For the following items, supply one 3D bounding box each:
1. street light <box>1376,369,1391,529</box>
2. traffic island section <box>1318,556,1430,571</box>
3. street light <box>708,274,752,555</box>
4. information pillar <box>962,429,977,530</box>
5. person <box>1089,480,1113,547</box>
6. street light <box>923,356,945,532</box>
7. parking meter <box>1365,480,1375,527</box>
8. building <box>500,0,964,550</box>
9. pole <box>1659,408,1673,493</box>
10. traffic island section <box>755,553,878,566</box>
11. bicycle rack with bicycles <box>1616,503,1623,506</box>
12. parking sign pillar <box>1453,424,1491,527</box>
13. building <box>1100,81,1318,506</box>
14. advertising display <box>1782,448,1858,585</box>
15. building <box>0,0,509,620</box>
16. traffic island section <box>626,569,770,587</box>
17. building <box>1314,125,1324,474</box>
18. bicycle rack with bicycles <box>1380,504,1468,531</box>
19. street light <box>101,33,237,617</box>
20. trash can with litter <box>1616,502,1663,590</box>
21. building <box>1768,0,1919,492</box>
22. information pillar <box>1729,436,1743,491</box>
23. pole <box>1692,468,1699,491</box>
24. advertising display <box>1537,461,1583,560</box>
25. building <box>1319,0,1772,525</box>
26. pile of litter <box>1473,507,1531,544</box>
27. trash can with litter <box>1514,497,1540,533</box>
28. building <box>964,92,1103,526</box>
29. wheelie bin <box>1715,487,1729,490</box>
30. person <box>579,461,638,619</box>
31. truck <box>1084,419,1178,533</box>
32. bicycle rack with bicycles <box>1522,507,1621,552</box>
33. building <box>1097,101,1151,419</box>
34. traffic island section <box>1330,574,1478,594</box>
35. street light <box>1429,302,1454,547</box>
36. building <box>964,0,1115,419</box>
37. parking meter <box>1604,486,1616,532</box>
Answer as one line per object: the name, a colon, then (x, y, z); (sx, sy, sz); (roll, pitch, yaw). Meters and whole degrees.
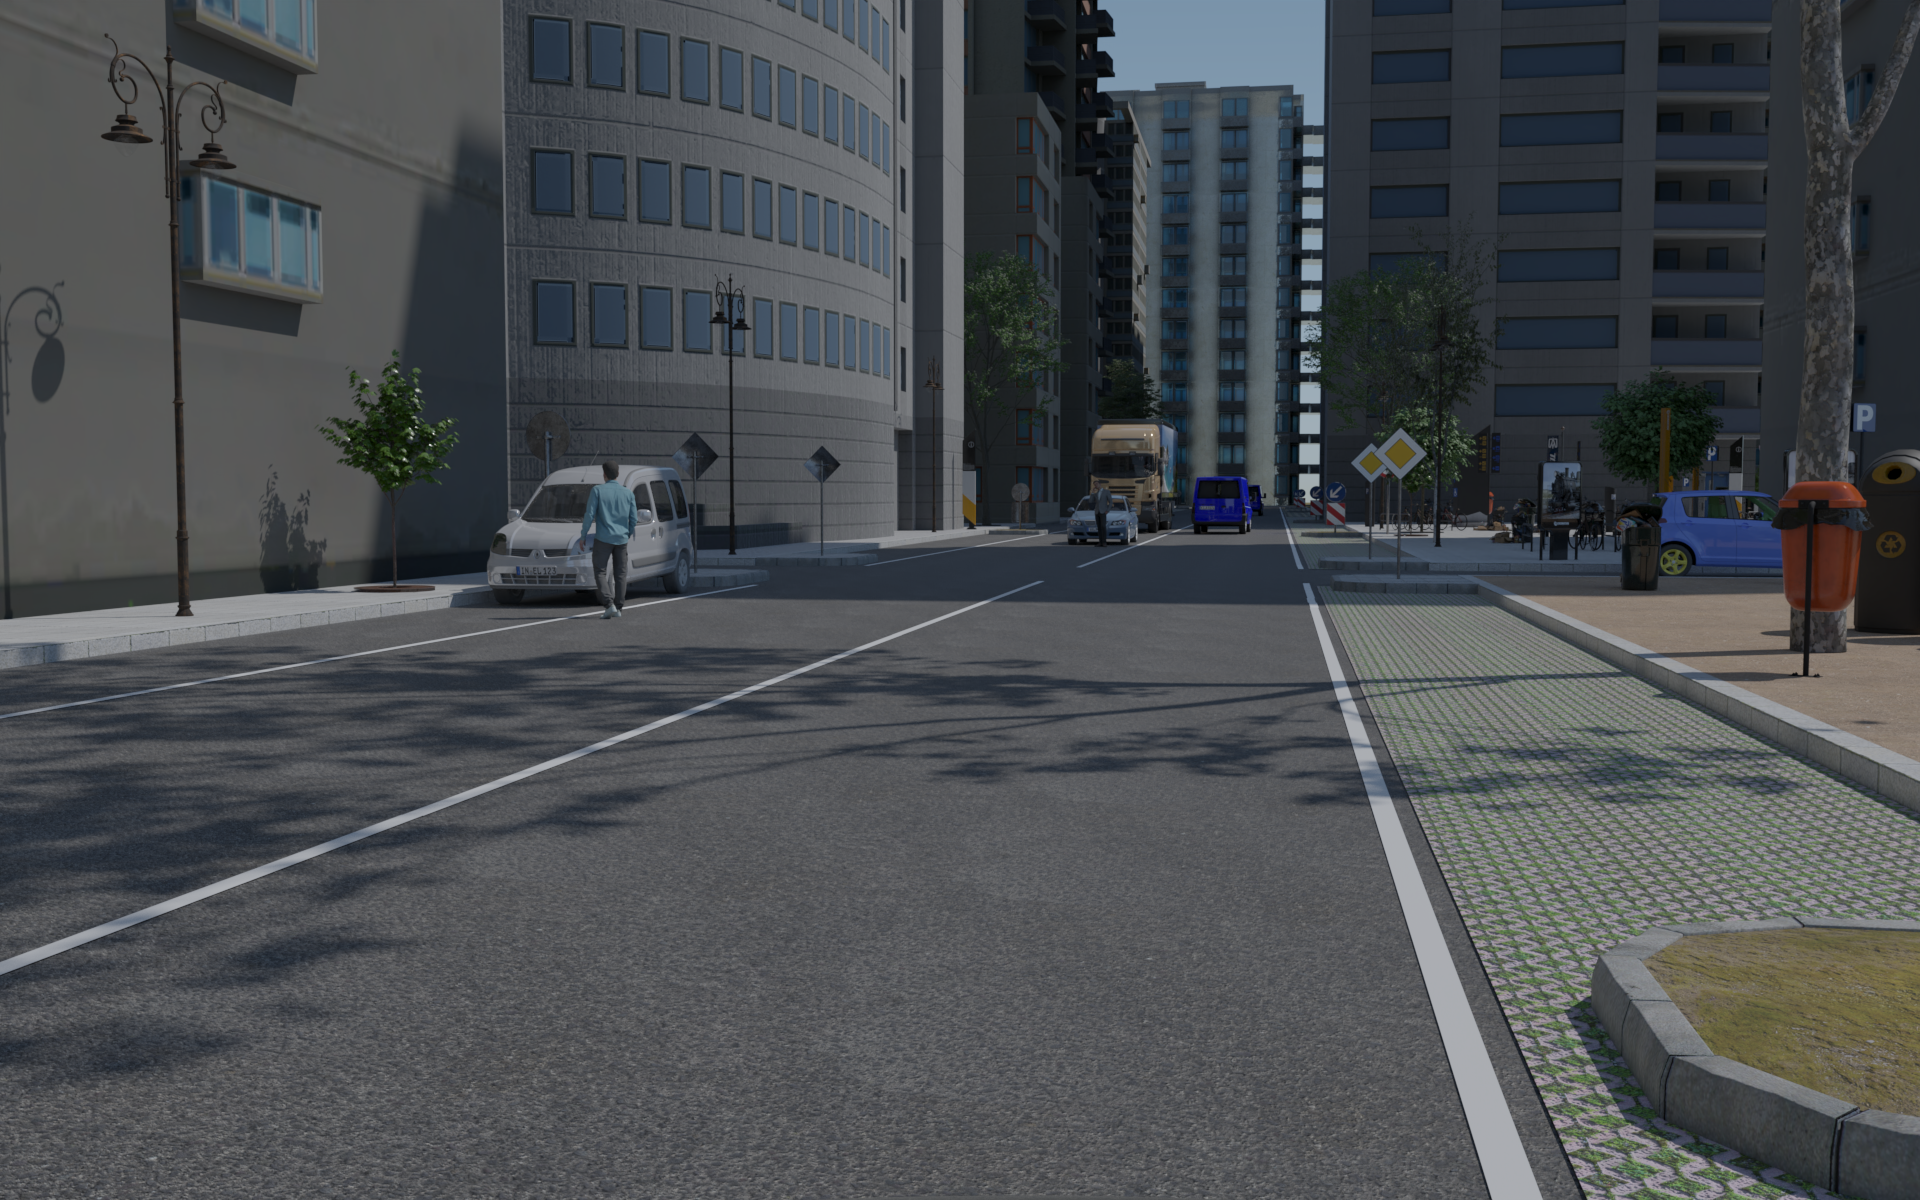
street light: (15.642, -5.581, 64.040); (0.468, 5.910, 1.993); (1, 4, 10)
traffic island section: (8.073, -0.718, 34.016); (2.009, 0.180, 2.903); (1, 4, 10)
street light: (-4.818, -3.895, 36.474); (0.468, 5.910, 1.993); (1, 4, 10)
information pillar: (0.341, -4.358, 62.615); (0.504, 3.616, 0.183); (1, 4, 11)
person: (3.816, -2.339, 46.923); (0.473, 1.802, 0.592); (-3, 5, -40)
street light: (-0.869, -5.205, 57.893); (0.468, 5.910, 1.993); (1, 4, 10)
parking meter: (16.079, -3.806, 67.944); (0.255, 1.863, 0.399); (-1, 4, -14)
building: (-12.689, -31.133, 51.016); (21.231, 58.520, 28.212); (1, 4, 10)
pole: (16.726, -2.893, 41.136); (0.158, 3.312, 0.155); (0, 3, 0)
traffic island section: (-2.888, -0.840, 36.010); (2.009, 0.180, 2.903); (1, 4, 10)
bicycle rack with bicycles: (28.000, -3.552, 71.459); (2.852, 0.926, 2.925); (3, 4, 36)
parking sign pillar: (19.804, -4.806, 67.050); (1.447, 3.967, 1.447); (0, 4, -8)
building: (25.841, -35.756, 204.223); (30.456, 49.044, 23.786); (1, 4, 10)
advertising display: (12.084, -1.172, 24.370); (0.974, 1.923, 0.123); (0, 4, 4)
building: (-19.872, -24.195, 19.284); (21.600, 48.544, 21.300); (1, 4, 10)
traffic island section: (-4.319, -0.359, 28.154); (2.009, 0.180, 2.903); (1, 4, 10)
building: (55.876, -35.447, 199.174); (30.456, 49.044, 23.786); (1, 4, 10)
bicycle rack with bicycles: (16.165, -2.933, 61.335); (2.852, 0.926, 2.925); (-1, 4, -19)
street light: (-8.148, -2.766, 18.018); (0.468, 5.910, 1.993); (1, 4, 10)
trash can with litter: (9.085, -0.731, 23.347); (0.624, 1.170, 1.055); (1, 4, 12)
building: (75.479, -32.959, 162.584); (21.600, 48.544, 21.300); (1, 4, 10)
information pillar: (31.128, -4.777, 69.462); (0.504, 3.616, 0.183); (2, 4, 35)
pole: (22.286, -3.586, 52.472); (0.158, 3.312, 0.155); (0, 3, 0)
advertising display: (11.634, -1.737, 33.611); (0.974, 1.923, 0.123); (-1, 4, -21)
building: (29.688, -33.509, 89.867); (21.231, 58.520, 28.212); (1, 4, 10)
pile of litter: (14.444, -1.930, 45.520); (1.719, 0.858, 1.176); (-3, 5, -42)
trash can with litter: (18.799, -2.791, 57.023); (1.055, 1.170, 0.624); (-2, 4, -28)
building: (-7.701, -15.072, 91.462); (27.650, 21.520, 28.899); (1, 4, 10)
wheelie bin: (32.151, -3.977, 72.925); (0.980, 1.594, 0.693); (0, 4, -2)
person: (-4.047, -0.707, 20.073); (0.660, 1.820, 0.620); (-3, 4, -36)
truck: (6.780, -4.774, 66.962); (2.839, 4.237, 11.283); (1, 4, 11)
bicycle rack with bicycles: (13.918, -1.585, 39.291); (2.852, 0.926, 2.925); (1, 4, 13)
building: (6.204, -29.250, 170.118); (23.993, 40.220, 32.217); (1, 4, 10)
traffic island section: (6.642, -0.237, 26.160); (2.009, 0.180, 2.903); (1, 4, 10)
street light: (11.613, -4.227, 41.906); (0.468, 5.910, 1.993); (1, 4, 10)
building: (-0.467, -28.849, 126.302); (22.147, 44.769, 28.867); (1, 4, 10)
parking meter: (21.778, -3.035, 58.040); (0.372, 1.533, 0.369); (0, 3, 0)
